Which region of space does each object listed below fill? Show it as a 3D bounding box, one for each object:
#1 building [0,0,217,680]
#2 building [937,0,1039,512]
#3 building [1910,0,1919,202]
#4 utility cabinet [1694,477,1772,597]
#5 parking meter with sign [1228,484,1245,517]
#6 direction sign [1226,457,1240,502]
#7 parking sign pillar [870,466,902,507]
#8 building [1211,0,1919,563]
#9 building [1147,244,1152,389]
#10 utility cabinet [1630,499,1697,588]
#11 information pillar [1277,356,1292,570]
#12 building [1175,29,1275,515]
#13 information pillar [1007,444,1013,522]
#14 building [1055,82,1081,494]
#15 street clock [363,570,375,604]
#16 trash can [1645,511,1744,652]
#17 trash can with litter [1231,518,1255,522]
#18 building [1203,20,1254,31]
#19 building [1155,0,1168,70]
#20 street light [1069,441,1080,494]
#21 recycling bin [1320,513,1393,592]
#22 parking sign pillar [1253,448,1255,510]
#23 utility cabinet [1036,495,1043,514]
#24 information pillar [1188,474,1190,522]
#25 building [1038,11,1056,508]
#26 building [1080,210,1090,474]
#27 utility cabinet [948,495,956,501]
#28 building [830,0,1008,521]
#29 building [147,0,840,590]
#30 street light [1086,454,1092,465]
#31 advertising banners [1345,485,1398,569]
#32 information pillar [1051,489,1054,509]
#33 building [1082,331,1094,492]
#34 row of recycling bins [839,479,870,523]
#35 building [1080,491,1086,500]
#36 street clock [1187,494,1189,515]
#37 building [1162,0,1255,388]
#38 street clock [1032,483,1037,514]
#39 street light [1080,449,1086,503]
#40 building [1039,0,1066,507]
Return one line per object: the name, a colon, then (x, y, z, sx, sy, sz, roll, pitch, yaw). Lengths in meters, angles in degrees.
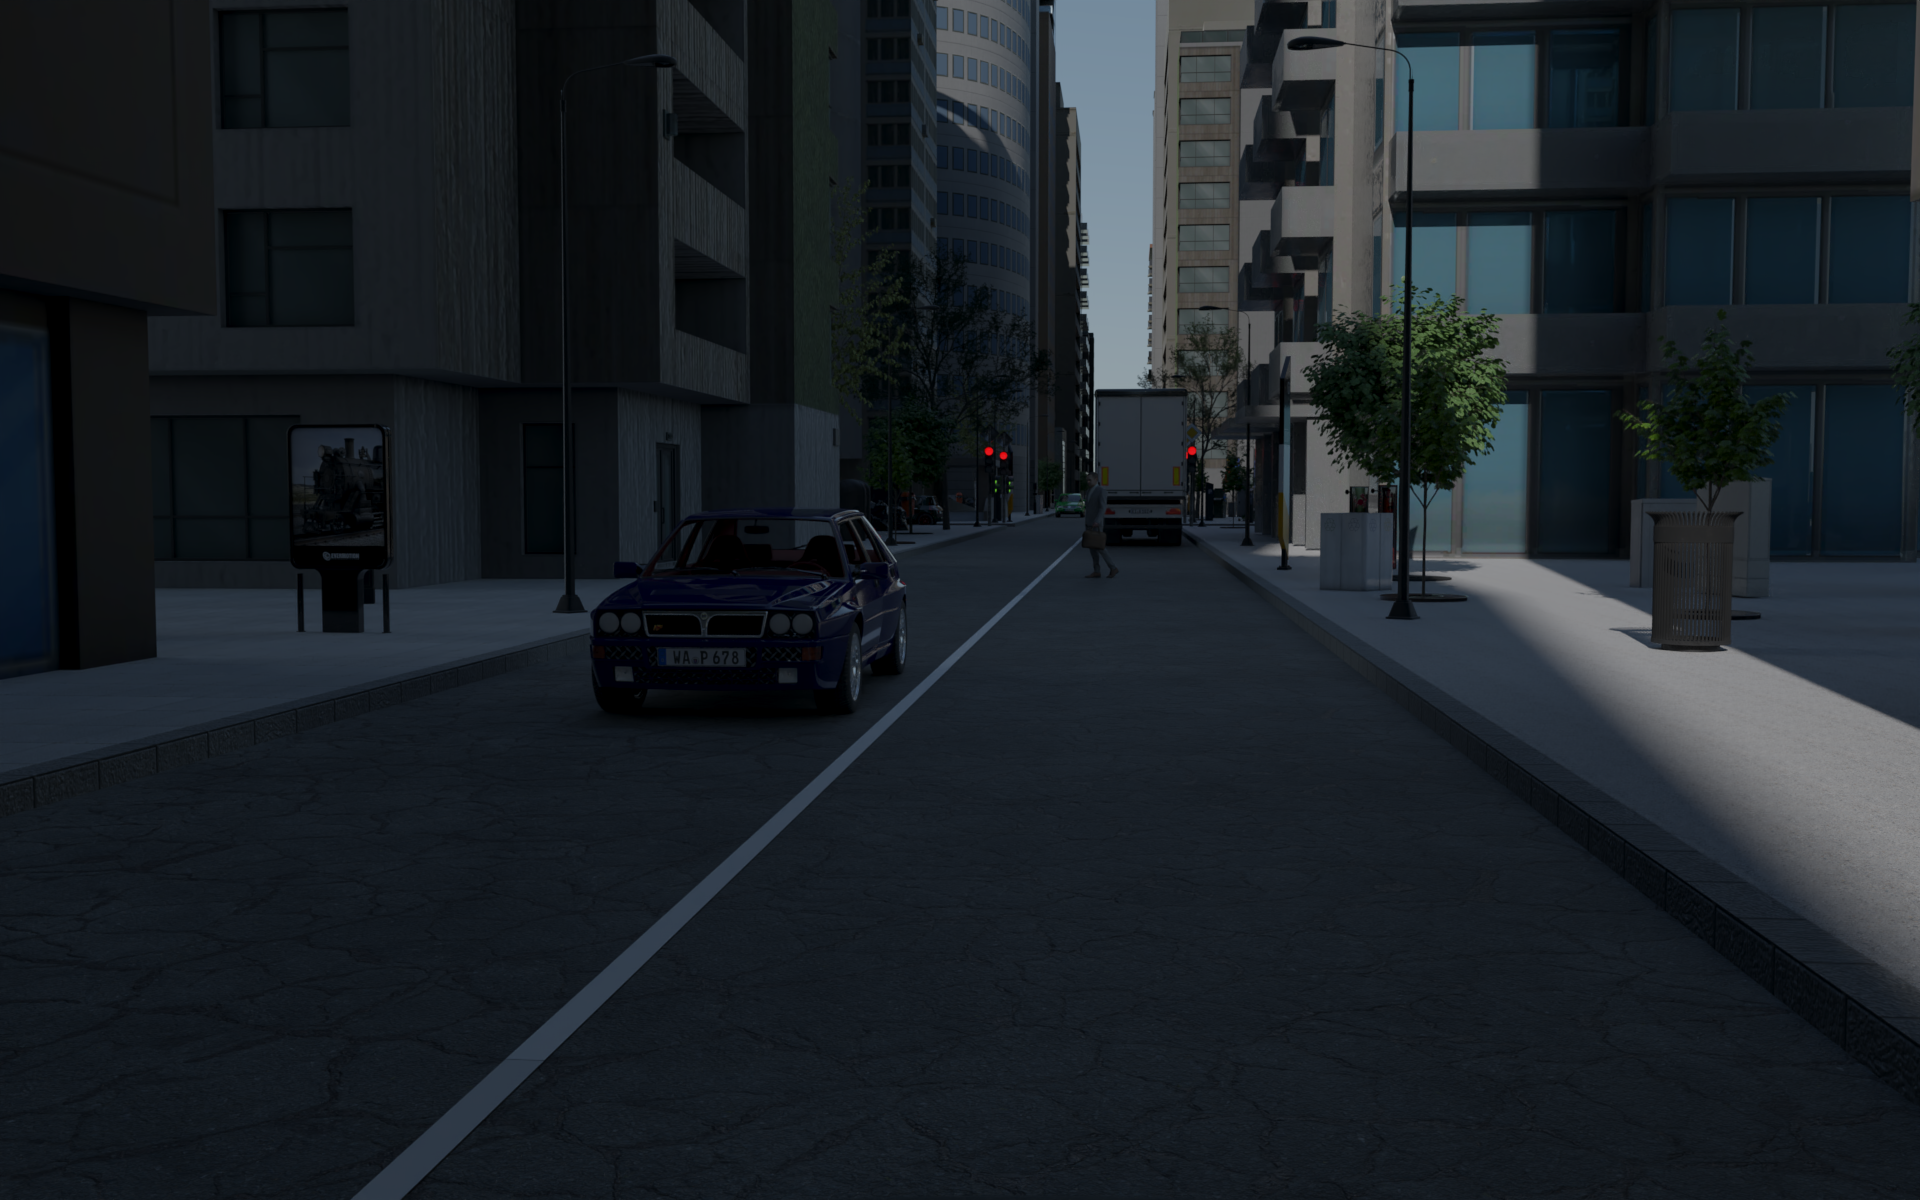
building: (-13.481, -21.780, 6.210, 14.600, 45.320, 14.200, 0, 4, 6)
building: (-5.496, -35.708, 125.827, 21.231, 58.520, 28.212, 0, 4, 6)
building: (40.879, -22.735, 55.310, 14.086, 41.232, 14.154, 0, 4, 6)
utility cabinet: (9.734, -0.803, 21.809, 0.318, 1.500, 1.173, 0, 4, -7)
parking meter with sign: (15.676, -6.078, 95.637, 1.738, 3.016, 0.543, 2, 4, 31)
direction sign: (16.527, -6.909, 104.958, 0.876, 3.537, 0.379, -1, 4, -13)
parking sign pillar: (-2.869, -4.880, 68.264, 1.447, 3.967, 1.447, 0, 4, 8)
building: (19.082, -26.014, 44.930, 23.786, 49.044, 30.456, 0, 4, 6)
building: (42.874, -39.086, 293.683, 22.147, 44.769, 28.867, 0, 4, 6)
utility cabinet: (9.766, -0.776, 23.843, 1.020, 1.237, 0.306, -1, 4, -9)
information pillar: (5.468, -2.313, 29.180, 0.183, 3.616, 0.504, 1, 4, 23)
building: (20.900, -20.780, 111.462, 14.160, 30.474, 14.107, 0, 4, 6)
information pillar: (2.317, -5.409, 79.787, 0.183, 3.616, 0.504, -1, 4, -18)
building: (3.563, -35.782, 208.735, 21.300, 48.544, 21.600, 0, 4, 6)
street clock: (-6.948, -0.956, 20.208, 0.471, 2.002, 0.358, -1, 4, -13)
trash can: (6.010, -0.157, 14.215, 0.748, 1.137, 0.748, 0, 3, 0)
trash can with litter: (13.732, -4.279, 81.024, 2.233, 1.210, 1.678, 2, 4, 26)
building: (31.176, -27.242, 137.291, 32.217, 40.220, 23.993, 0, 4, 6)
building: (31.511, -39.452, 187.042, 21.231, 58.520, 28.212, 0, 4, 6)
street light: (9.616, -11.044, 153.115, 1.470, 5.913, 1.316, 0, 4, 6)
recycling bin: (5.313, -0.652, 23.219, 0.722, 1.027, 0.722, 3, 5, 45)
parking sign pillar: (17.680, -6.861, 100.652, 1.447, 3.967, 1.447, 1, 4, 15)
utility cabinet: (5.115, -6.151, 111.733, 0.306, 1.237, 1.020, 1, 4, 13)
information pillar: (10.772, -5.461, 80.640, 0.183, 3.616, 0.504, -1, 4, -16)
building: (1.577, -31.185, 159.986, 14.600, 45.320, 14.200, 0, 4, 6)
building: (9.274, -40.159, 276.203, 23.786, 49.044, 30.456, 0, 4, 6)
utility cabinet: (-0.729, -6.184, 112.269, 1.020, 1.237, 0.306, -1, 4, -12)
building: (-14.060, -24.303, 89.242, 32.217, 40.220, 23.993, 0, 4, 6)
building: (-10.125, -15.710, 28.553, 14.160, 30.474, 14.107, 0, 4, 6)
street light: (14.374, -14.059, 202.406, 1.470, 5.913, 1.316, 0, 4, 6)
advertising banners: (7.243, -2.031, 29.390, 2.074, 3.025, 0.090, -3, 4, -38)
information pillar: (8.132, -9.032, 152.170, 0.304, 2.012, 0.304, 0, 4, -5)
building: (15.969, -32.246, 298.923, 14.160, 30.474, 14.107, 0, 4, 6)
row of recycling bins: (-3.066, -2.544, 48.706, 1.069, 1.692, 3.534, 0, 3, 0)
building: (1.982, -34.098, 249.380, 32.217, 40.220, 23.993, 0, 4, 6)
street clock: (13.831, -6.122, 104.662, 0.471, 2.002, 0.358, 2, 4, 34)
building: (29.932, -32.950, 162.441, 21.300, 48.544, 21.600, 0, 4, 6)
street clock: (4.729, -6.405, 109.288, 0.358, 2.002, 0.471, 0, 4, 4)
street light: (11.917, -12.543, 177.625, 1.470, 5.913, 1.316, 0, 4, 6)
building: (0.290, -53.141, 181.519, 22.319, 86.520, 31.000, 0, 4, 6)
